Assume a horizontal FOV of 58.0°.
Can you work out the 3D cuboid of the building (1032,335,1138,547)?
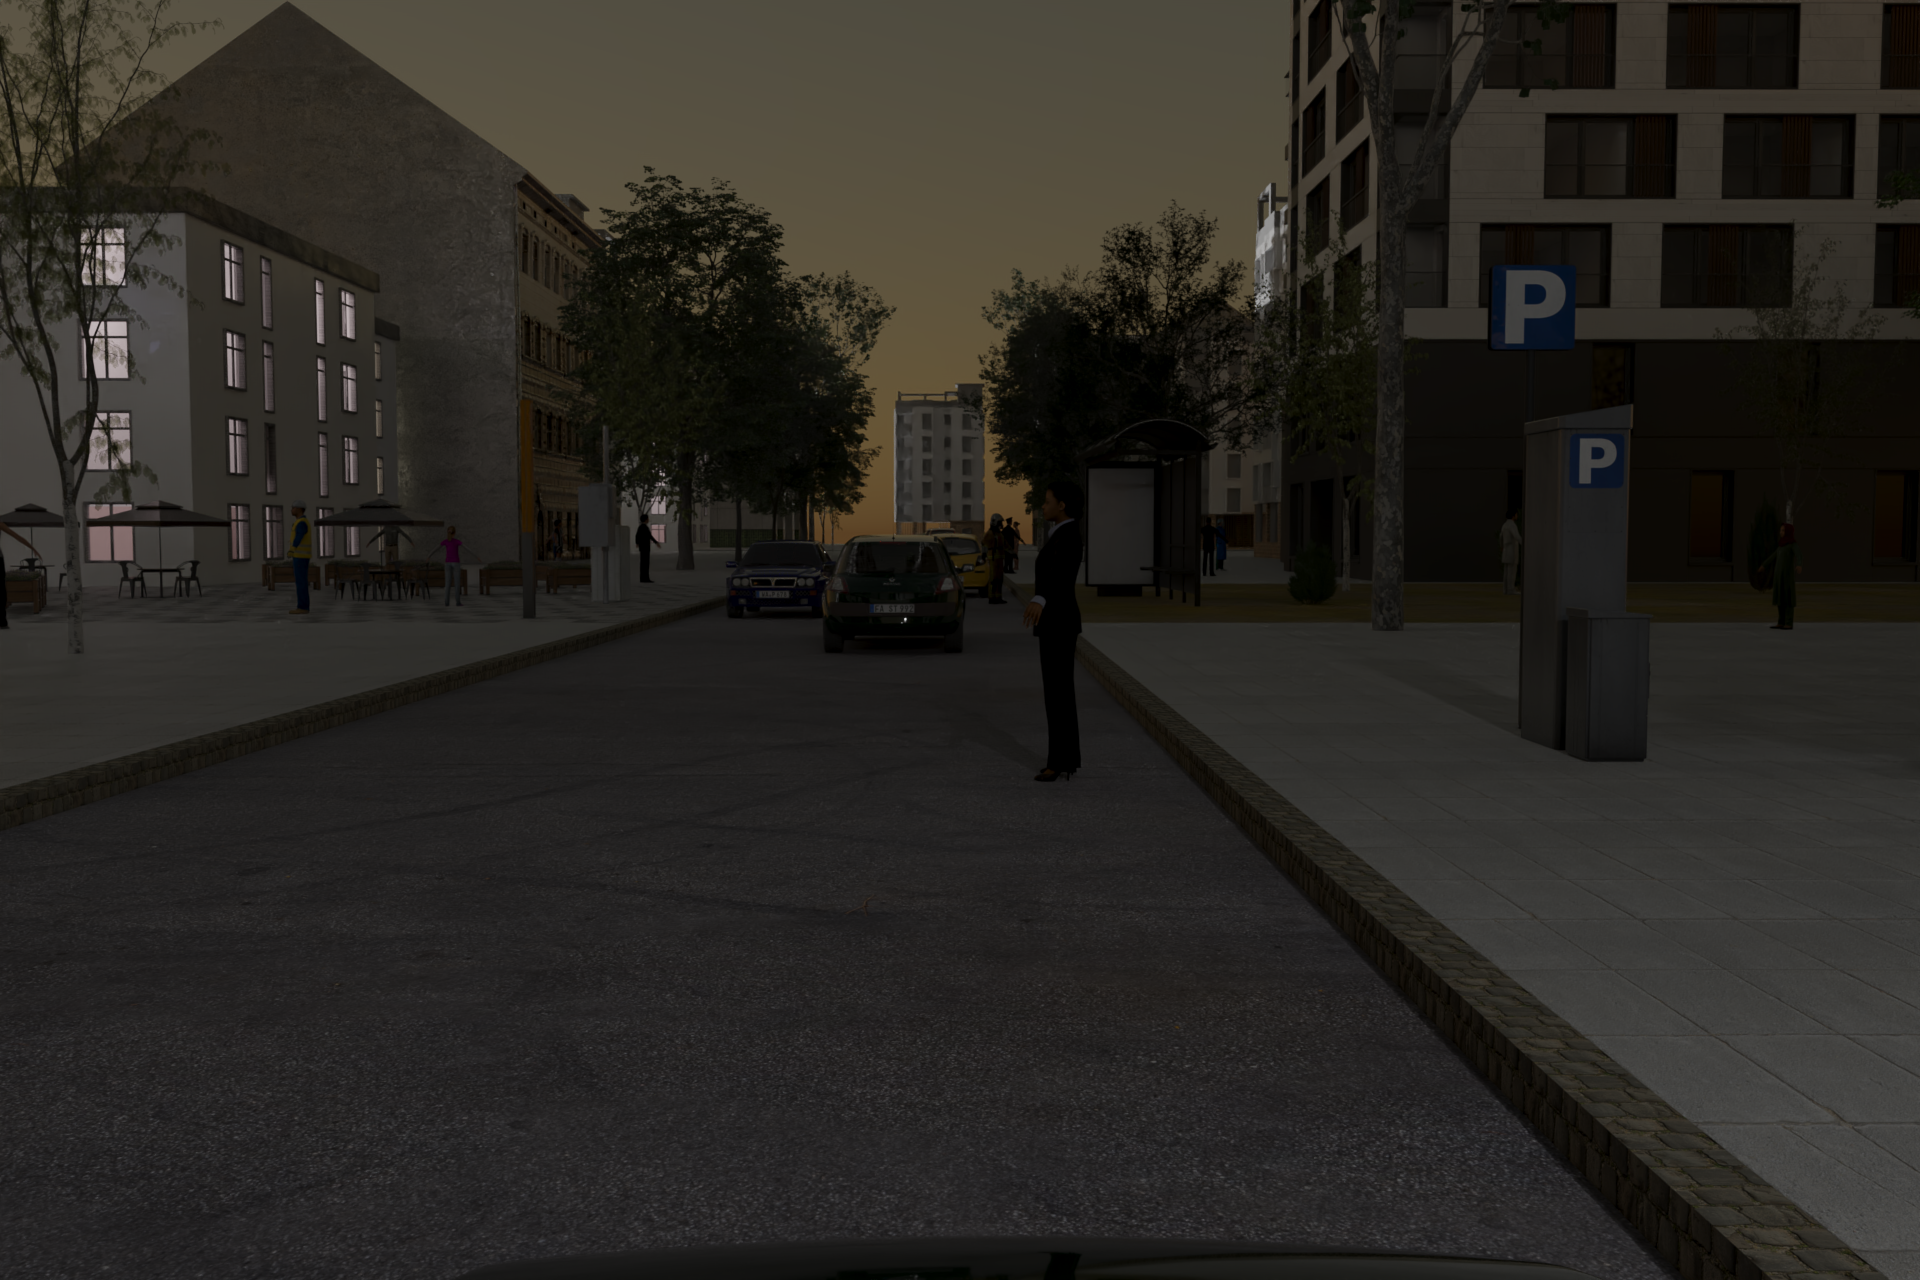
[{"bbox_3d":[21.916,-21.396,193.804,27.936,21.610,32.646,0,4,0],"label":"building"}]

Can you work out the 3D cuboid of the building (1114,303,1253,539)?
[{"bbox_3d":[23.150,-20.620,168.067,19.493,23.208,18.063,0,4,-1],"label":"building"}]

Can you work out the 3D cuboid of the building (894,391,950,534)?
[{"bbox_3d":[-7.989,-22.149,221.015,11.380,20.090,16.016,0,4,-5],"label":"building"}]

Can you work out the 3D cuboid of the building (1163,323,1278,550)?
[{"bbox_3d":[23.413,-18.326,156.050,16.016,20.090,11.380,0,4,0],"label":"building"}]

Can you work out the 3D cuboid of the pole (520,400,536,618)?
[{"bbox_3d":[-6.586,-1.991,26.402,0.158,3.312,0.155,0,3,0],"label":"pole"}]

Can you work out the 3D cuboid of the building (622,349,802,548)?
[{"bbox_3d":[-25.735,-19.135,179.320,16.747,18.905,31.486,0,4,0],"label":"building"}]

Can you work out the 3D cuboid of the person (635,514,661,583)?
[{"bbox_3d":[-8.275,-2.413,45.631,0.705,1.806,1.347,-3,4,-36],"label":"person"}]

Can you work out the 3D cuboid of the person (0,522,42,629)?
[{"bbox_3d":[-13.090,-1.015,23.400,1.217,1.737,0.721,-2,4,-25],"label":"person"}]

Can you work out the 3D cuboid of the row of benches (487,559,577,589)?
[{"bbox_3d":[-10.415,-1.632,42.139,1.422,0.672,4.104,-3,4,-36],"label":"row of benches"}]

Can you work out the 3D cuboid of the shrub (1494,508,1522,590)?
[{"bbox_3d":[13.085,-2.166,39.463,1.661,2.075,1.752,0,3,0],"label":"shrub"}]

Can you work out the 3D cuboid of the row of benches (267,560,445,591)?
[{"bbox_3d":[-13.844,-1.513,40.205,4.104,0.672,1.422,-2,4,-29],"label":"row of benches"}]

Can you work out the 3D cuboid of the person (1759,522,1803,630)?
[{"bbox_3d":[11.034,-0.860,23.278,0.599,1.438,0.989,0,4,-4],"label":"person"}]

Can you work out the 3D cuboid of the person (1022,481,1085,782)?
[{"bbox_3d":[0.508,-0.059,10.142,0.721,1.740,1.216,1,4,9],"label":"person"}]

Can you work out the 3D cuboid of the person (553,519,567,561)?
[{"bbox_3d":[-14.545,-3.472,62.913,0.704,1.843,1.345,0,4,2],"label":"person"}]

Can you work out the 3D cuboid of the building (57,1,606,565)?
[{"bbox_3d":[-27.860,-15.299,81.067,19.493,23.208,18.063,0,4,-1],"label":"building"}]

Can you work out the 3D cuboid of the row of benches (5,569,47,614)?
[{"bbox_3d":[-15.906,-0.849,29.342,1.422,0.672,4.104,-2,4,-26],"label":"row of benches"}]

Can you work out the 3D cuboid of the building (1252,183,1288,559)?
[{"bbox_3d":[21.339,-14.568,94.605,16.016,20.090,11.380,0,4,0],"label":"building"}]

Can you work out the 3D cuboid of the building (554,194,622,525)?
[{"bbox_3d":[-26.594,-14.760,97.739,16.016,20.090,11.380,0,4,0],"label":"building"}]

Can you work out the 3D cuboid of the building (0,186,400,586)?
[{"bbox_3d":[-23.271,-6.965,56.022,9.099,9.664,28.070,0,4,0],"label":"building"}]

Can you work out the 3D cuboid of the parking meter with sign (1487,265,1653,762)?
[{"bbox_3d":[3.713,-0.871,10.499,0.543,3.016,1.738,0,3,0],"label":"parking meter with sign"}]

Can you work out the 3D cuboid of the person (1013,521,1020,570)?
[{"bbox_3d":[1.909,-3.364,61.804,0.721,1.733,1.217,-1,4,-16],"label":"person"}]

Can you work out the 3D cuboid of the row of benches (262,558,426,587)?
[{"bbox_3d":[-15.130,-1.689,43.076,4.104,0.672,1.422,-1,4,-16],"label":"row of benches"}]

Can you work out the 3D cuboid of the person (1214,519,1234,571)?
[{"bbox_3d":[9.076,-3.304,60.144,0.704,1.817,1.347,3,4,38],"label":"person"}]

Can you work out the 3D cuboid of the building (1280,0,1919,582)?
[{"bbox_3d":[25.105,-13.312,61.622,27.936,21.610,32.646,0,4,0],"label":"building"}]

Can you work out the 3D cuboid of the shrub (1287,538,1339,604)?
[{"bbox_3d":[6.447,-1.256,31.661,1.383,1.207,1.383,0,3,0],"label":"shrub"}]

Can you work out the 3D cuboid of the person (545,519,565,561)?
[{"bbox_3d":[-15.018,-3.585,64.466,0.705,1.847,1.347,-3,5,-42],"label":"person"}]

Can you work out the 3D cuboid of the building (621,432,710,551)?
[{"bbox_3d":[-26.032,-12.686,149.557,9.099,9.664,28.070,0,3,0],"label":"building"}]

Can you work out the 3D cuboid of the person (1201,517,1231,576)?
[{"bbox_3d":[7.612,-2.857,52.942,1.346,1.802,0.704,2,4,30],"label":"person"}]

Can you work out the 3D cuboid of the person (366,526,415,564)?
[{"bbox_3d":[-15.729,-2.547,47.917,1.348,1.796,0.705,0,4,2],"label":"person"}]

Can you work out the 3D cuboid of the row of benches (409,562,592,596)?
[{"bbox_3d":[-9.555,-1.311,36.905,4.104,0.672,1.422,-2,4,-28],"label":"row of benches"}]

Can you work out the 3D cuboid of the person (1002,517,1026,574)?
[{"bbox_3d":[1.612,-3.069,56.111,0.705,1.837,1.347,-3,5,-40],"label":"person"}]
